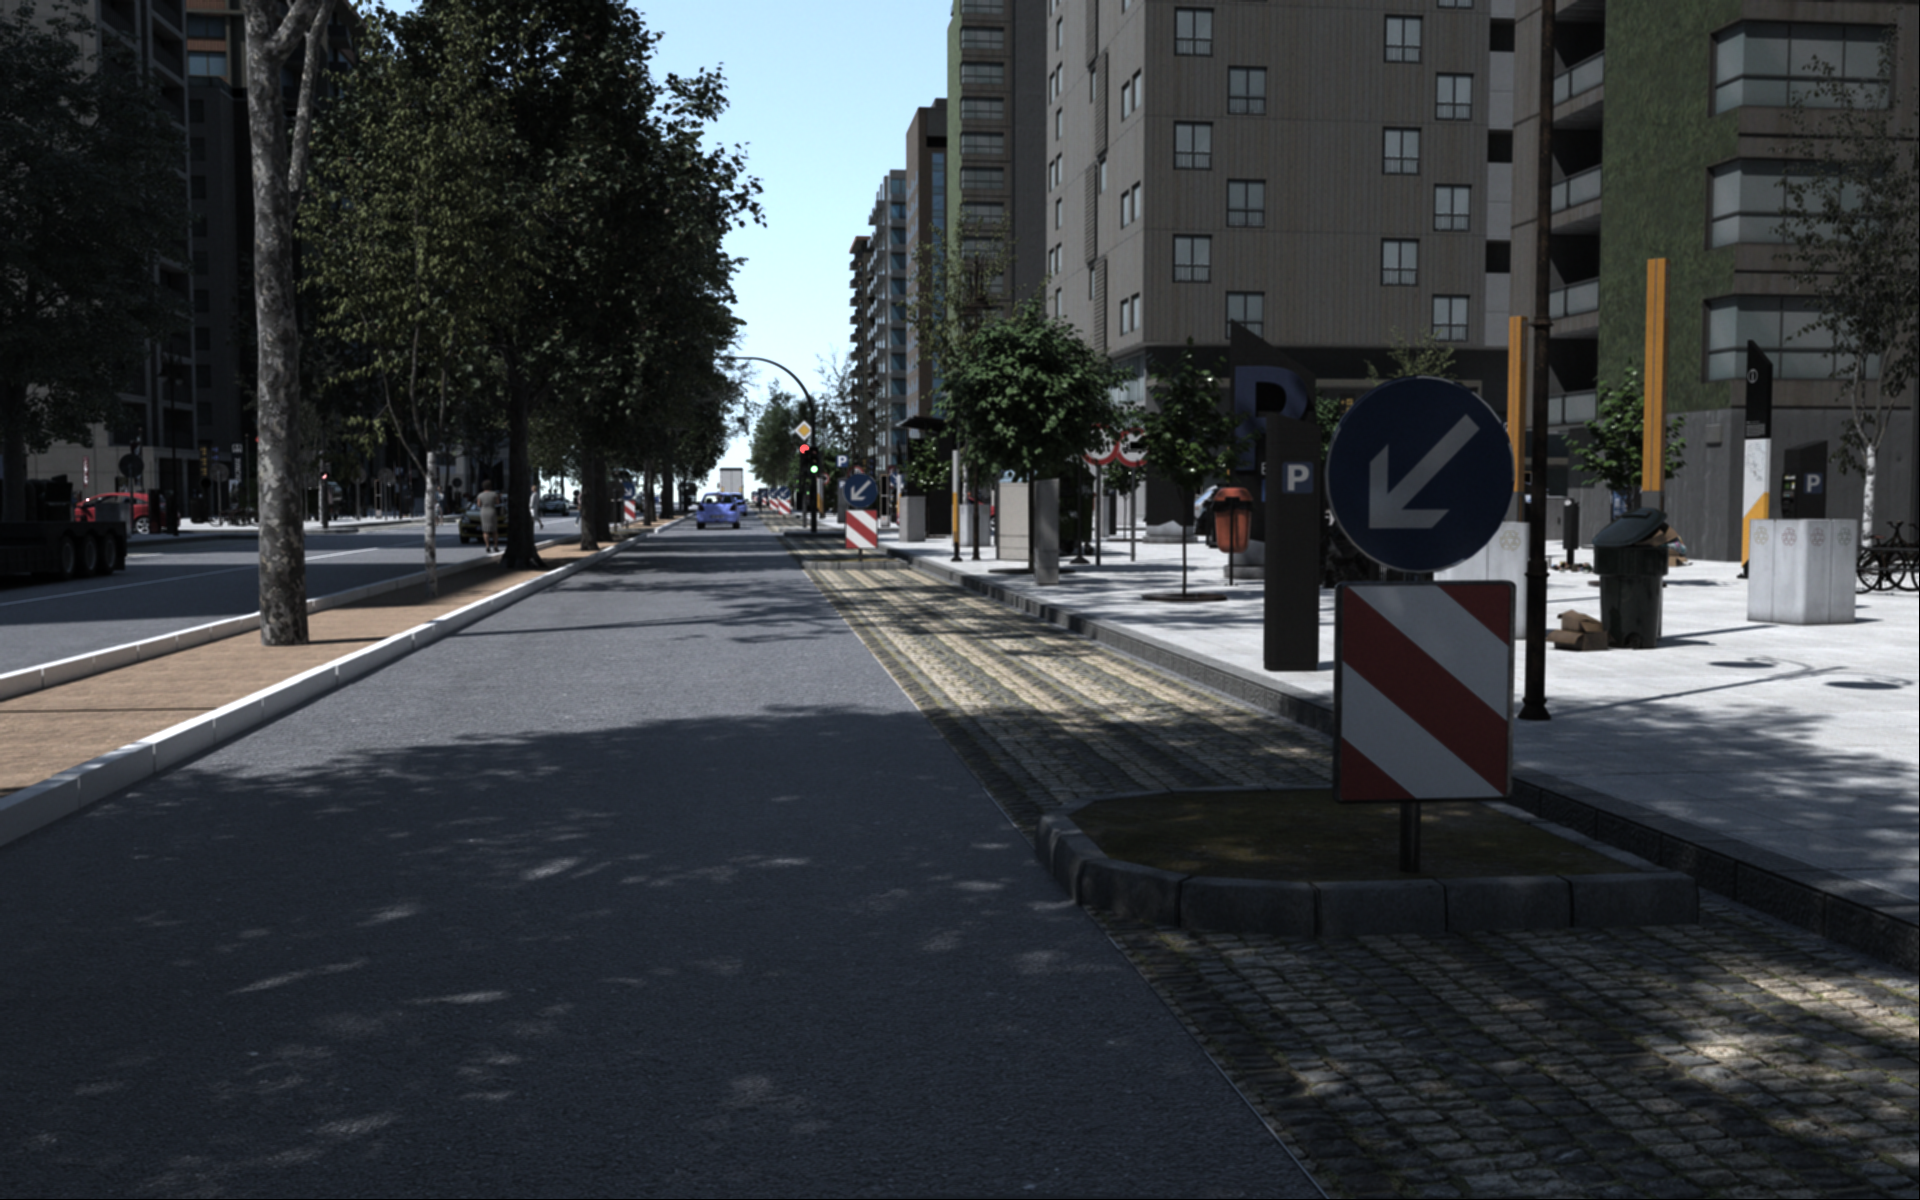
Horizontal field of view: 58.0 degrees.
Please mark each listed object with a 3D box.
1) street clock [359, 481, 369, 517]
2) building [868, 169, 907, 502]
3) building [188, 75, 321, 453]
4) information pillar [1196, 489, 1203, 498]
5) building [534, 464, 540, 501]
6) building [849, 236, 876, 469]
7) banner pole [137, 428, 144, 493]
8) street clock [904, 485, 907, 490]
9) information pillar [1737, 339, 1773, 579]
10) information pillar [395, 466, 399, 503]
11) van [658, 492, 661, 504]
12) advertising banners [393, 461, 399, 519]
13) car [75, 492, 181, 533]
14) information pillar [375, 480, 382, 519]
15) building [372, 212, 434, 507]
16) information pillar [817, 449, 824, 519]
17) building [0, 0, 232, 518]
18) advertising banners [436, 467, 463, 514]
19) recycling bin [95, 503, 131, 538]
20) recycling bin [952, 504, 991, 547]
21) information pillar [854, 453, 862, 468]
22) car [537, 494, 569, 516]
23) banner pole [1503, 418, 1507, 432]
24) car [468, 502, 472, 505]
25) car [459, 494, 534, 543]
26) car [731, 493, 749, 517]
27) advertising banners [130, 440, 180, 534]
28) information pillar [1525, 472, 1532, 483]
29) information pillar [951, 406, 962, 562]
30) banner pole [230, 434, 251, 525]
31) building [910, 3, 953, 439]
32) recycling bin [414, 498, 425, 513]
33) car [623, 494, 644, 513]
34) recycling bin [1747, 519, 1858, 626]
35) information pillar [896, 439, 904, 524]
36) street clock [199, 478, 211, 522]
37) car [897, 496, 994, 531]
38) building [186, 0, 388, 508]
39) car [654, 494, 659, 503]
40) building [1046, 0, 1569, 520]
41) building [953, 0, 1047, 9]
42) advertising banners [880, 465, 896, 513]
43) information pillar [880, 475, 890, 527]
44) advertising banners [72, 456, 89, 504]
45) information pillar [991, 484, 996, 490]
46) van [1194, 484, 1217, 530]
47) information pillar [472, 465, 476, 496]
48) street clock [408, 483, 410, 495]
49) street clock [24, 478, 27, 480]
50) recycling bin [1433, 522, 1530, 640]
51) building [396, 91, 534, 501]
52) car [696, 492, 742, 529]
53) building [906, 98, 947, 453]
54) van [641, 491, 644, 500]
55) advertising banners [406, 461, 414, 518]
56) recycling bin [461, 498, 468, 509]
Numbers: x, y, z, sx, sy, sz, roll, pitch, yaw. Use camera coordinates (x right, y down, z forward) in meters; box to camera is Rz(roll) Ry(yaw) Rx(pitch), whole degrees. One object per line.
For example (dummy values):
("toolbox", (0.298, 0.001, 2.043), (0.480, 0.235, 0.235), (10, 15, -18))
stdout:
("street clock", (-32.645, -5.524, 94.894), (0.471, 2.002, 0.358), (1, 4, 19))
("building", (-1.942, -38.950, 256.443), (23.786, 49.044, 30.456), (0, 4, -7))
("building", (-54.512, -21.486, 122.992), (14.160, 30.474, 14.107), (0, 4, -7))
("information pillar", (11.281, -4.715, 81.580), (0.304, 2.012, 0.304), (1, 4, 23))
("building", (-72.836, -30.288, 266.910), (14.160, 30.474, 14.107), (0, 4, -7))
("building", (-6.974, -38.695, 287.292), (22.147, 44.769, 28.867), (0, 4, -7))
("banner pole", (-31.080, -4.629, 65.698), (0.401, 3.779, 0.863), (-3, 4, -37))
("street clock", (-4.292, -8.227, 139.089), (0.358, 2.002, 0.471), (2, 4, 29))
("information pillar", (11.996, -2.124, 26.083), (0.183, 3.616, 0.504), (-1, 4, -13))
("information pillar", (-44.443, -8.907, 136.985), (0.183, 3.616, 0.504), (2, 4, 35))
("van", (-42.698, -14.899, 250.617), (2.013, 2.044, 4.112), (0, 4, -8))
("advertising banners", (-29.480, -5.755, 90.288), (0.090, 3.025, 2.074), (-1, 4, -16))
("car", (-29.530, -3.125, 60.128), (4.494, 1.783, 2.155), (0, 4, -7))
("information pillar", (-30.338, -5.253, 90.376), (0.304, 2.012, 0.304), (-1, 4, -13))
("building", (-60.412, -24.420, 170.966), (14.160, 30.474, 14.107), (0, 4, -7))
("information pillar", (-7.248, -6.023, 89.832), (0.183, 3.616, 0.504), (1, 4, 21))
("building", (-53.084, -40.255, 96.415), (20.563, 71.187, 20.611), (0, 4, -7))
("advertising banners", (-32.850, -7.018, 110.930), (2.074, 3.025, 0.090), (-3, 5, -43))
("recycling bin", (-24.419, -2.286, 49.937), (0.722, 1.027, 0.722), (0, 4, -1))
("recycling bin", (0.276, -1.820, 42.316), (0.722, 1.027, 0.722), (-2, 4, -30))
("information pillar", (-5.403, -6.089, 90.914), (0.504, 3.616, 0.183), (2, 4, 26))
("car", (-26.451, -6.167, 112.622), (2.131, 1.459, 4.920), (-1, 4, -9))
("banner pole", (15.950, -3.678, 50.146), (0.401, 3.779, 0.863), (-1, 4, -21))
("car", (-23.062, -4.471, 85.095), (2.014, 1.417, 4.499), (0, 4, -6))
("car", (-13.806, -2.534, 51.662), (2.015, 1.641, 3.980), (0, 4, -5))
("car", (-14.551, -6.221, 111.309), (1.945, 1.707, 3.694), (0, 4, -6))
("advertising banners", (-25.930, -3.642, 55.732), (2.074, 3.025, 0.090), (2, 4, 24))
("information pillar", (18.558, -3.207, 56.920), (0.304, 2.012, 0.304), (-1, 4, -16))
("information pillar", (-0.072, -2.539, 32.875), (0.183, 3.616, 0.504), (0, 4, 6))
("banner pole", (-29.978, -5.034, 72.326), (0.863, 3.779, 0.401), (-1, 4, -22))
("building", (7.530, -52.693, 174.194), (22.319, 86.520, 31.000), (0, 4, -7))
("recycling bin", (-36.147, -6.324, 115.949), (0.722, 1.027, 0.722), (-1, 4, -16))
("car", (-25.472, -7.628, 134.939), (2.015, 1.641, 3.980), (0, 4, -6))
("recycling bin", (8.403, -0.290, 17.288), (0.722, 1.027, 0.722), (-1, 4, -20))
("information pillar", (-2.596, -5.038, 73.733), (0.183, 3.616, 0.504), (-1, 4, -14))
("street clock", (-34.155, -4.517, 78.431), (0.471, 2.002, 0.358), (-3, 4, -37))
("car", (-0.058, -3.302, 63.020), (4.494, 1.783, 2.155), (0, 4, -8))
("building", (-62.256, -30.195, 148.319), (22.147, 44.769, 28.867), (0, 4, -7))
("car", (-45.642, -15.265, 259.173), (1.945, 1.707, 3.694), (0, 4, -8))
("building", (20.011, -31.101, 97.746), (27.495, 52.752, 28.713), (0, 4, -7))
("building", (6.226, -27.575, 134.454), (14.154, 41.232, 14.086), (0, 4, -7))
("advertising banners", (-4.859, -6.622, 104.455), (2.074, 3.025, 0.090), (-1, 4, -12))
("information pillar", (-2.875, -3.802, 66.651), (0.304, 2.012, 0.304), (1, 4, 14))
("advertising banners", (-40.710, -5.126, 79.990), (2.074, 3.025, 0.090), (3, 4, 38))
("information pillar", (2.383, -7.077, 120.205), (0.304, 2.012, 0.304), (2, 4, 31))
("van", (9.543, -3.465, 63.670), (4.112, 2.044, 2.013), (0, 4, -6))
("information pillar", (-38.647, -8.944, 137.589), (0.183, 3.616, 0.504), (1, 4, 12))
("street clock", (-36.321, -6.675, 113.707), (0.358, 2.002, 0.471), (2, 4, 31))
("street clock", (-41.934, -4.468, 77.626), (0.358, 2.002, 0.471), (-2, 4, -34))
("recycling bin", (4.681, -0.185, 15.587), (0.722, 1.027, 0.722), (0, 4, 6))
("building", (-72.967, -42.976, 244.649), (21.231, 58.520, 28.212), (0, 4, -7))
("car", (-10.019, -3.812, 71.913), (1.945, 1.707, 3.694), (0, 4, -6))
("building", (1.422, -33.474, 197.416), (14.600, 45.320, 14.200), (0, 4, -7))
("van", (-41.867, -13.736, 231.592), (2.013, 2.044, 4.112), (-1, 4, -8))
("advertising banners", (-29.453, -5.921, 93.003), (0.090, 3.025, 2.074), (-1, 4, -14))
("recycling bin", (-35.466, -6.764, 123.146), (0.722, 1.027, 0.722), (0, 4, 4))
